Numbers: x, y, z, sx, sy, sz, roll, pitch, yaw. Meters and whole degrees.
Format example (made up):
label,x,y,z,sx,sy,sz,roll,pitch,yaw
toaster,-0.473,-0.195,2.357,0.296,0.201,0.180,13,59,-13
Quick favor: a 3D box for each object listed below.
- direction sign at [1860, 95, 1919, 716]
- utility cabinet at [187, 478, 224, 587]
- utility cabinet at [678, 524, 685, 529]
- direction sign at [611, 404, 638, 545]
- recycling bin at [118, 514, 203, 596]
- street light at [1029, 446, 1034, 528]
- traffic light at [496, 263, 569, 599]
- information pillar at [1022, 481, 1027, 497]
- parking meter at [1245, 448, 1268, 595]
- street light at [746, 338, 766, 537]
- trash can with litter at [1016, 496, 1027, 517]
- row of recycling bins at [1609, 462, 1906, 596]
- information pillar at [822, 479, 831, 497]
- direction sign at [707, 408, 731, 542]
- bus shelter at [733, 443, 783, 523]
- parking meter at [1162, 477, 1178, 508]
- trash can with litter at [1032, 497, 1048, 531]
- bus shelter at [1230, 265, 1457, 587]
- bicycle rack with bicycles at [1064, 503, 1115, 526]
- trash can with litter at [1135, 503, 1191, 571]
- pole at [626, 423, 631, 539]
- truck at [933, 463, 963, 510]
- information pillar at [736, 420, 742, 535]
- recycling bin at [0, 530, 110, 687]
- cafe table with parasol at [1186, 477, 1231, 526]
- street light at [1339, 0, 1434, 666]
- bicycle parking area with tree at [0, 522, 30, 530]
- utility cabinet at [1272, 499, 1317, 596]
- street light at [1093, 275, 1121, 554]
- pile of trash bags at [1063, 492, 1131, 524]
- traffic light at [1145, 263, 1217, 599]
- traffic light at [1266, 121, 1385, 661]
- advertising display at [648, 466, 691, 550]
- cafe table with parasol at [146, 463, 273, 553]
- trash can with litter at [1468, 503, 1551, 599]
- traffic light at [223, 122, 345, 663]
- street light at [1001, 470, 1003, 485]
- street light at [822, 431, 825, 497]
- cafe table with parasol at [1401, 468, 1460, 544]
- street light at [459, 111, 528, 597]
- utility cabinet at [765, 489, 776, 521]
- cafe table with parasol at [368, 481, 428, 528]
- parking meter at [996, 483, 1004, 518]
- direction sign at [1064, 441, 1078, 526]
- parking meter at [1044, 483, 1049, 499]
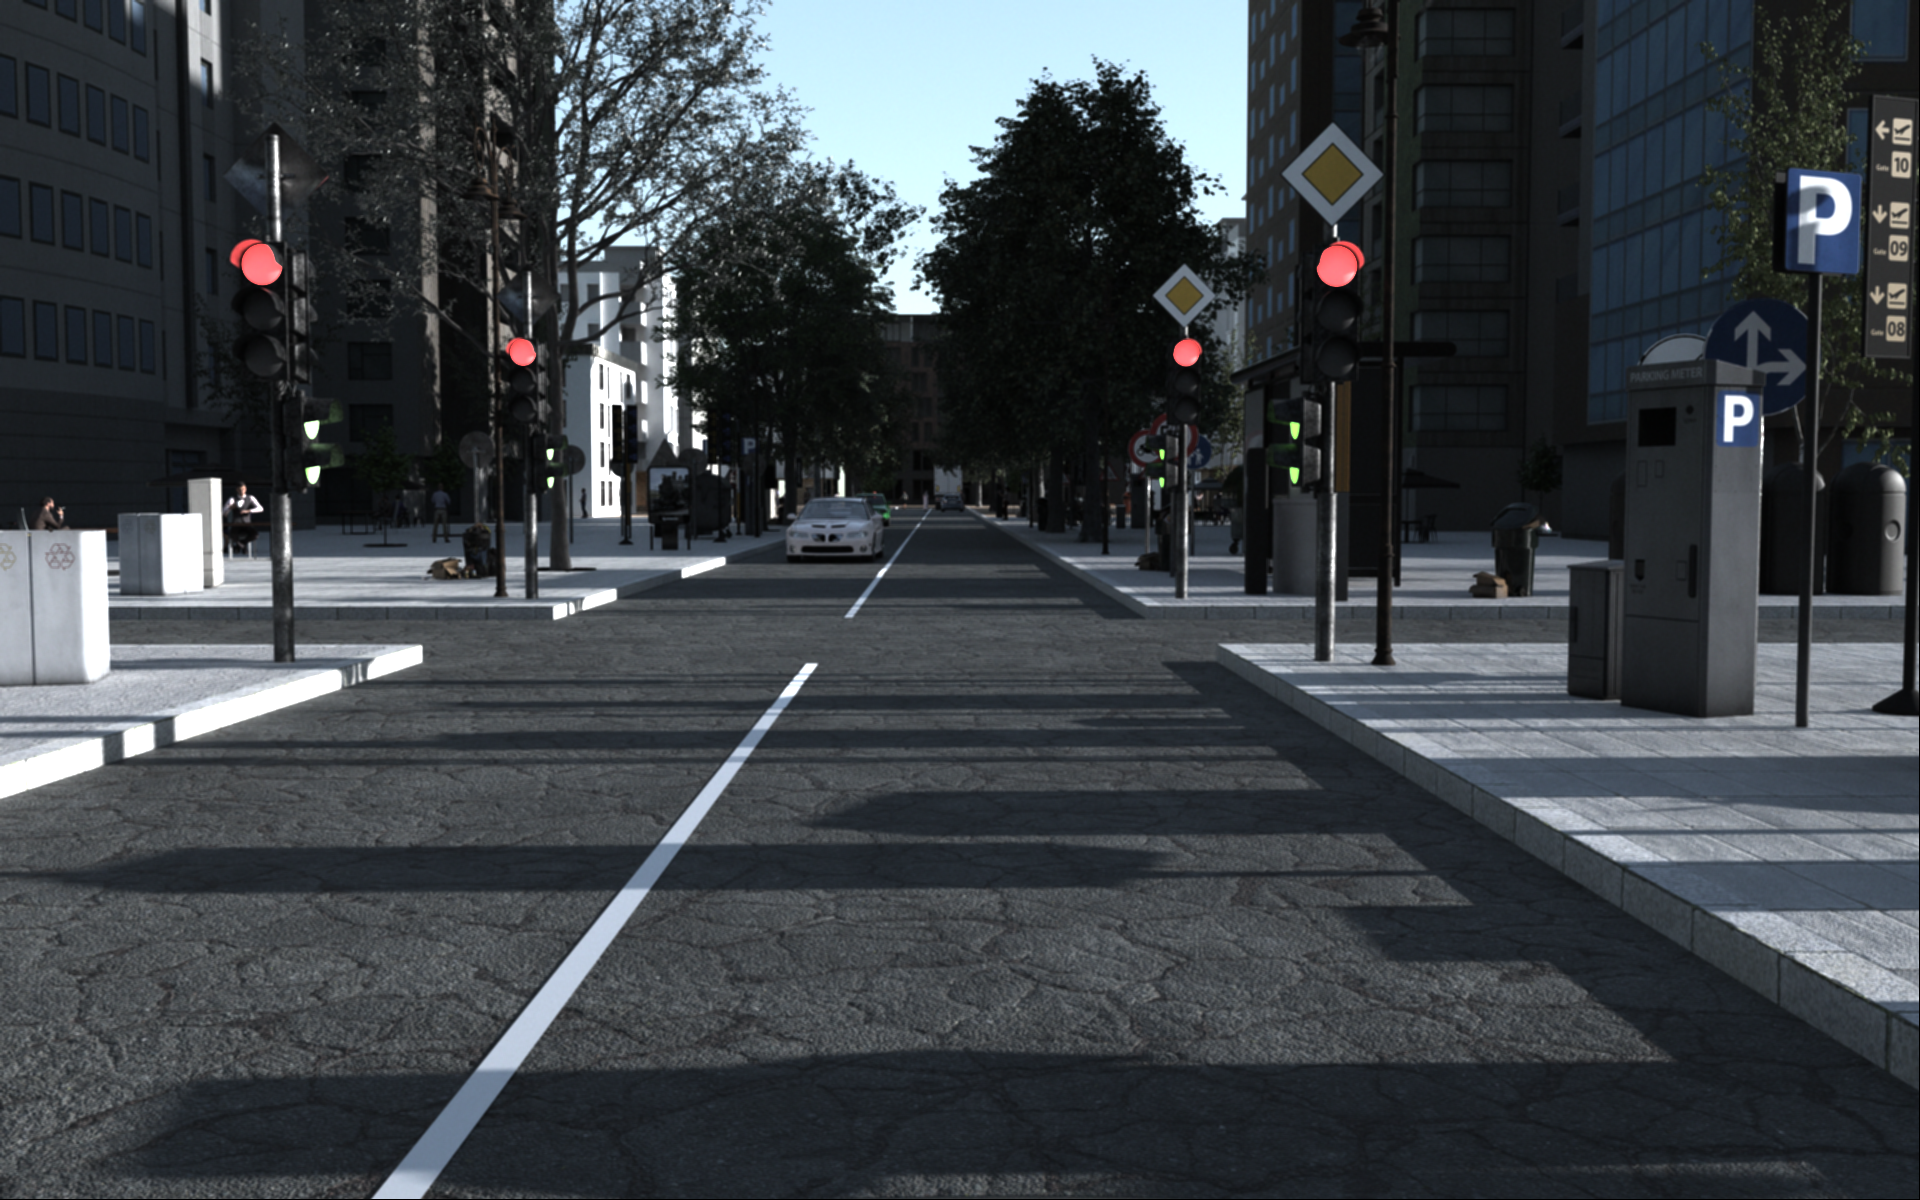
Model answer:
label,x,y,z,sx,sy,sz,roll,pitch,yaw
direction sign,5.574,-1.105,10.070,0.876,3.537,0.379,-1,4,-20
utility cabinet,-10.501,-0.943,24.097,0.318,1.500,1.173,-1,4,-17
utility cabinet,-10.691,-3.243,64.184,1.020,1.237,0.306,-1,4,-21
direction sign,-8.496,-3.177,43.946,0.379,3.537,0.876,2,4,34
recycling bin,-10.230,-0.589,22.176,0.722,1.027,0.722,1,4,18
street light,2.721,-5.703,66.024,0.468,5.910,1.993,0,4,-1
traffic light,-5.232,-1.969,21.113,0.839,4.253,0.868,0,4,-1
information pillar,3.616,-5.585,95.811,0.304,2.012,0.304,1,4,15
parking meter,3.802,-1.010,22.218,0.255,1.863,0.399,0,4,4
street light,-6.022,-4.802,51.303,0.468,5.910,1.993,0,4,-1
trash can with litter,3.360,-5.101,94.782,0.624,1.170,1.055,-2,4,-26
row of recycling bins,10.283,-0.934,22.386,3.534,1.692,1.069,1,4,10
information pillar,-6.540,-4.931,85.115,0.304,2.012,0.304,3,5,45
direction sign,-6.402,-3.309,46.102,0.379,3.537,0.876,2,4,35
bus shelter,-9.396,-5.490,81.037,1.731,3.624,6.357,0,4,0
parking meter,4.734,-2.020,38.730,0.399,1.863,0.255,2,4,34
trash can with litter,3.039,-2.993,60.319,0.624,1.170,1.055,3,4,36
bus shelter,5.718,-3.086,28.094,2.179,5.291,8.768,0,4,-1
bicycle rack with bicycles,5.043,-3.549,71.402,2.925,0.926,2.852,0,4,-1
trash can with litter,3.340,-1.071,28.902,0.624,1.170,1.055,-3,4,-39
pole,-9.549,-3.417,49.718,0.158,3.312,0.155,0,3,0
truck,-1.115,-10.469,160.074,2.839,4.237,11.283,0,4,-1
information pillar,-6.954,-3.852,54.331,0.183,3.616,0.504,-1,4,-8
recycling bin,-6.298,0.041,11.889,0.722,1.027,0.722,-1,4,-17
cafe table with parasol,10.175,-4.015,70.519,2.610,1.966,2.610,-2,4,-26
street light,3.189,-2.451,12.865,0.468,5.910,1.993,0,4,-1
bicycle parking area with tree,-20.241,-2.587,29.306,9.016,4.147,8.231,1,4,16
utility cabinet,4.438,-0.669,22.106,0.306,1.237,1.020,-2,4,-31
street light,3.097,-3.909,36.706,0.468,5.910,1.993,0,4,-1
pile of trash bags,5.926,-3.980,74.828,3.447,1.369,1.912,-1,4,-8
traffic light,2.709,-1.975,21.210,0.839,4.253,0.868,0,4,-1
traffic light,2.790,-1.486,13.225,0.839,4.253,0.868,0,4,-1
advertising display,-6.679,-2.118,39.844,0.974,1.923,0.123,0,4,-2
cafe table with parasol,-16.239,-2.008,37.704,2.610,1.966,2.610,-1,4,-18
trash can with litter,6.834,-0.623,21.570,1.055,1.170,0.624,-3,5,-43
traffic light,-5.151,-1.481,13.129,0.839,4.253,0.868,0,4,-1
street light,2.328,-7.491,95.262,0.468,5.910,1.993,0,4,-1
street light,-6.308,-6.568,80.177,0.468,5.910,1.993,0,4,-1
cafe table with parasol,11.756,-2.487,45.534,2.610,1.966,2.610,2,4,30
street light,-5.735,-2.977,21.466,0.468,5.910,1.993,0,4,-1
utility cabinet,-8.125,-3.993,73.957,0.318,1.500,1.173,0,4,5
cafe table with parasol,-21.206,-3.710,65.521,2.610,1.966,2.610,-3,5,-40
parking meter,2.162,-5.395,93.913,0.399,1.863,0.255,0,4,-1
direction sign,4.527,-4.690,68.681,0.876,3.537,0.379,-2,4,-26
parking meter,4.577,-5.146,89.841,0.255,1.863,0.399,-3,5,-42
